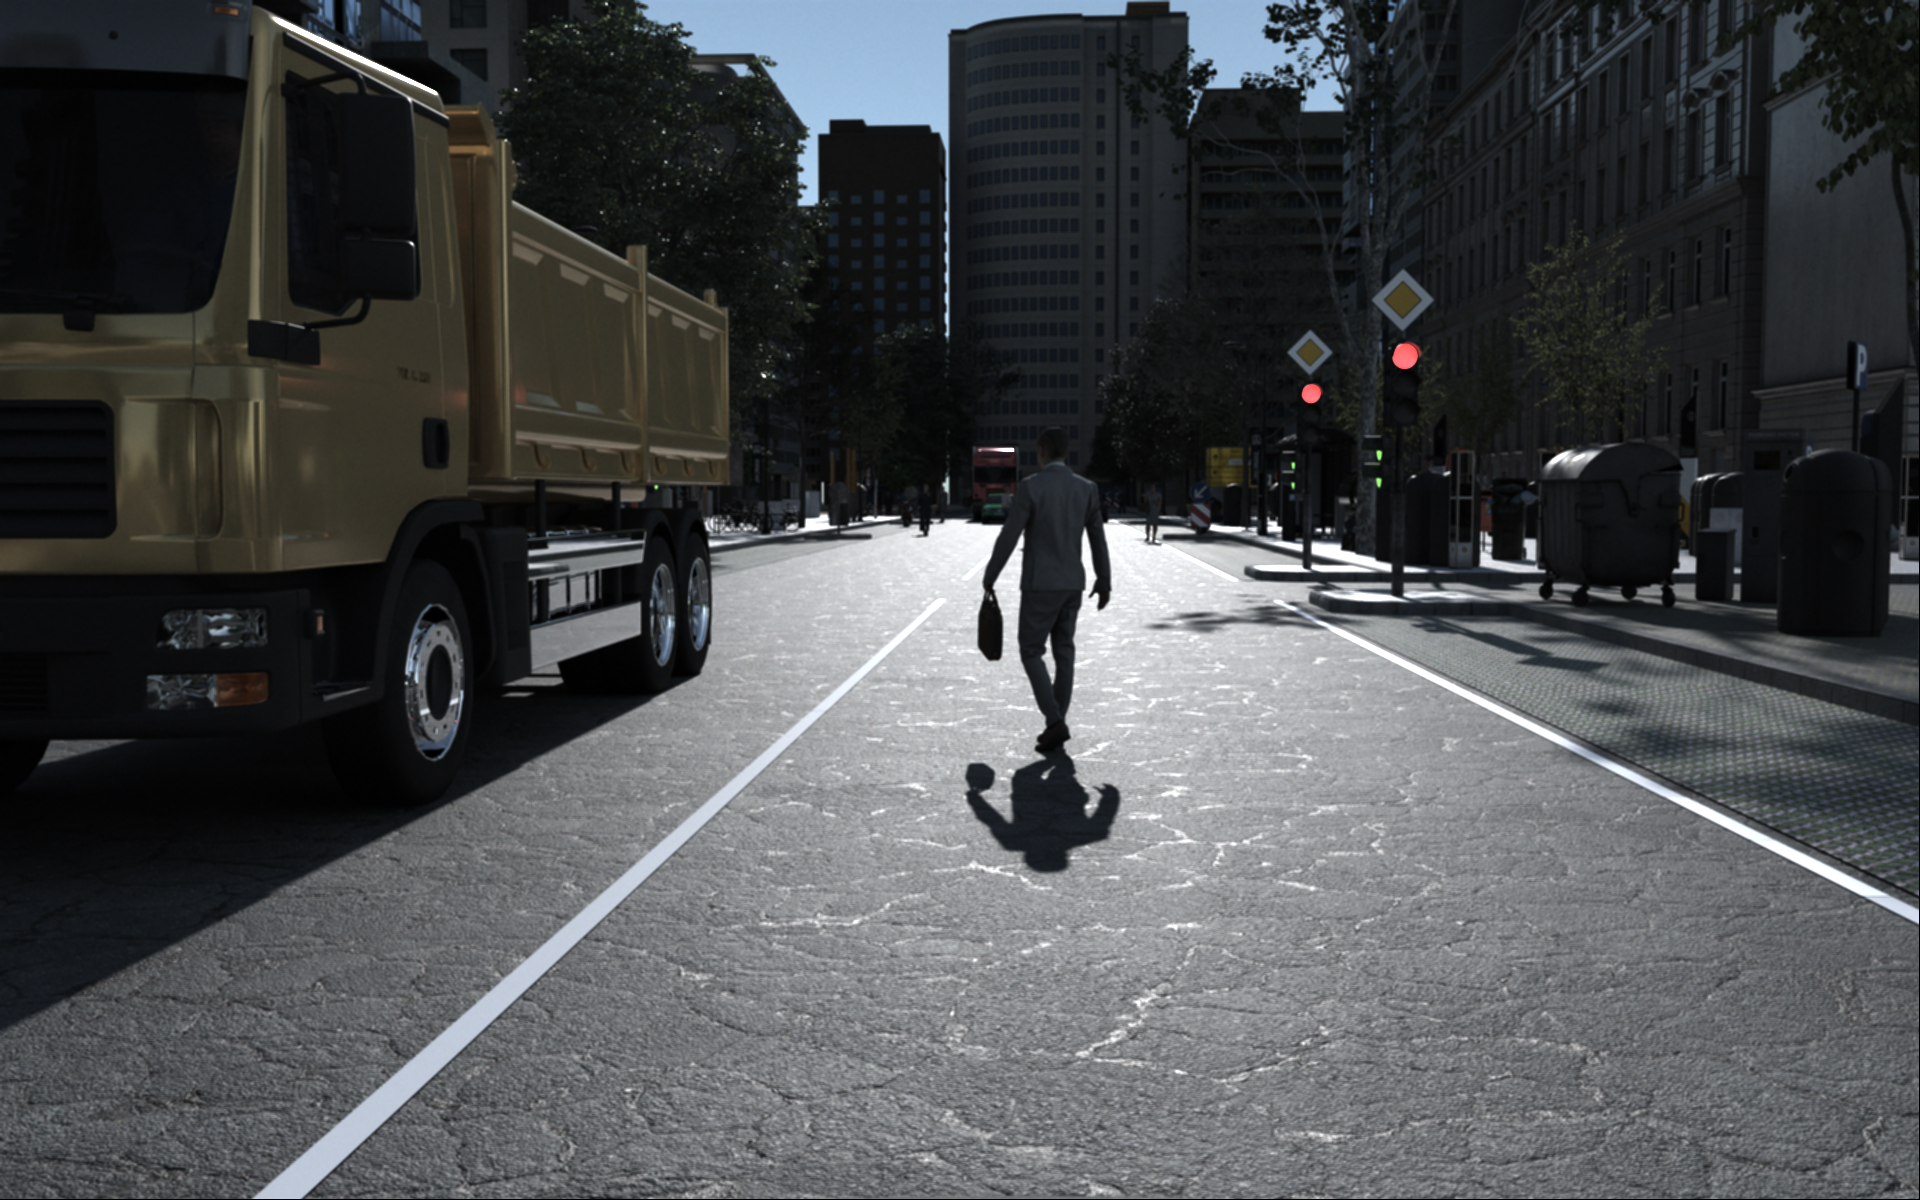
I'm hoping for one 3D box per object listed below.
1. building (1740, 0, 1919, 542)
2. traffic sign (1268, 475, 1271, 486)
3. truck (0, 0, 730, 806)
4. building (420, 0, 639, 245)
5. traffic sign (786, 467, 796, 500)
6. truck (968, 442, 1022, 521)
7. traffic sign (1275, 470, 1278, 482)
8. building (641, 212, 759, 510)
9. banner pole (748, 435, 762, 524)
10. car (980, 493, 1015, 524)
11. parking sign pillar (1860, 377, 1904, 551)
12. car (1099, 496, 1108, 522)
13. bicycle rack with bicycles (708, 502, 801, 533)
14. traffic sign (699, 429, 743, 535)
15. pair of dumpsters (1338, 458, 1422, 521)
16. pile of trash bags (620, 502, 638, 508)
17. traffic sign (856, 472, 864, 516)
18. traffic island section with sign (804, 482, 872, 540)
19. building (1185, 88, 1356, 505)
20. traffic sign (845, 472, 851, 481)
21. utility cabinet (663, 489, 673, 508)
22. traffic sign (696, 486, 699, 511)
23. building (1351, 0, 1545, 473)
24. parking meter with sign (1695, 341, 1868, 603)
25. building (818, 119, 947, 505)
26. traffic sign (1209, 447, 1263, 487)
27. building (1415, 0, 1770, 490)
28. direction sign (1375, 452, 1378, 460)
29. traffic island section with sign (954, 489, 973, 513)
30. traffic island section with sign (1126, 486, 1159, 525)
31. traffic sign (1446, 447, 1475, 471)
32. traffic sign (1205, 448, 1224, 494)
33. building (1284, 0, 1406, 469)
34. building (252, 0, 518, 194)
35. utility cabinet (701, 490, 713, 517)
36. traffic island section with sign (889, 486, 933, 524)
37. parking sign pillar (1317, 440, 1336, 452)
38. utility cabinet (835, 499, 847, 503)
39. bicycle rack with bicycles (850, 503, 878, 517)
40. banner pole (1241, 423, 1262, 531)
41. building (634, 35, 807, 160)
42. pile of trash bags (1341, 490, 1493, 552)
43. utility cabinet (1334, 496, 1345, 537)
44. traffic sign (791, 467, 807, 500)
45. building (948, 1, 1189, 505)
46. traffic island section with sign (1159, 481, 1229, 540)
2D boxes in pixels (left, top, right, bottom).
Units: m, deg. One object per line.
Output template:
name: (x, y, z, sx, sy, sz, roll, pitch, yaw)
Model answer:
building: (32.875, -11.154, 46.995, 19.286, 19.102, 10.561, 0, 4, 3)
traffic sign: (15.800, -5.351, 89.615, 0.606, 2.300, 0.079, 0, 4, 6)
truck: (-3.519, -0.870, 10.144, 3.469, 3.379, 9.791, 0, 4, 3)
building: (-25.333, -19.493, 90.413, 14.160, 30.474, 14.107, 0, 4, 3)
traffic sign: (-7.800, -4.965, 81.283, 0.768, 2.556, 0.104, 1, 4, 9)
truck: (1.998, -6.555, 96.091, 2.839, 4.237, 11.283, 0, 4, 2)
traffic sign: (16.072, -5.277, 86.392, 0.768, 2.556, 0.104, 0, 4, 4)
building: (-30.422, -16.917, 121.626, 27.650, 21.520, 28.899, 0, 4, 3)
banner pole: (-8.726, -5.101, 73.419, 0.863, 3.779, 0.401, 2, 4, 29)
car: (2.002, -4.592, 83.869, 1.959, 1.807, 4.718, 0, 4, 4)
parking sign pillar: (21.007, -3.123, 39.527, 1.447, 3.967, 1.447, -3, 5, -40)
car: (6.691, -4.687, 89.220, 1.945, 1.354, 3.894, 0, 4, 1)
bicycle rack with bicycles: (-7.105, -2.718, 57.815, 2.925, 0.926, 2.852, 1, 4, 18)
traffic sign: (-7.926, -3.716, 54.628, 2.265, 3.308, 0.079, 1, 4, 12)
pair of dumpsters: (11.607, -2.779, 47.930, 1.574, 2.255, 4.437, 0, 4, 3)
pile of trash bags: (-15.632, -4.197, 78.377, 3.447, 1.369, 1.912, 2, 4, 35)
traffic sign: (-5.888, -6.052, 99.061, 0.768, 2.556, 0.104, 1, 4, 12)
traffic island section with sign: (-3.844, -2.838, 55.034, 1.989, 1.847, 2.006, 0, 4, 3)
building: (37.927, -35.882, 210.373, 21.600, 48.544, 21.300, 0, 4, 3)
traffic sign: (-6.381, -6.189, 101.301, 0.768, 2.556, 0.104, 1, 4, 11)
utility cabinet: (-12.438, -3.844, 71.533, 1.173, 1.500, 0.318, 2, 4, 24)
traffic sign: (-7.902, -3.185, 52.174, 0.768, 2.556, 0.104, 1, 4, 11)
building: (43.393, -26.197, 120.204, 32.217, 40.220, 23.993, 0, 4, 3)
parking meter with sign: (9.662, -1.480, 20.465, 1.738, 3.016, 0.543, 3, 5, 41)
building: (-9.088, -34.257, 210.217, 14.200, 45.320, 14.600, 0, 4, 3)
traffic sign: (11.838, -4.924, 74.375, 2.265, 3.308, 0.079, 0, 4, 4)
building: (32.464, -17.938, 90.557, 12.463, 27.353, 25.104, 0, 4, 3)
direction sign: (20.448, -5.723, 85.563, 0.379, 3.537, 0.876, -1, 4, -11)
traffic island section with sign: (0.605, -7.552, 132.101, 1.989, 1.847, 2.006, 0, 4, 3)
traffic island section with sign: (8.985, -4.468, 81.678, 1.989, 1.847, 2.006, 0, 4, 3)
traffic sign: (13.643, -2.885, 47.275, 0.768, 2.556, 0.104, 1, 4, 11)
traffic sign: (11.855, -5.004, 75.686, 2.265, 3.308, 0.079, 0, 4, 6)
building: (41.093, -51.011, 146.701, 22.319, 86.520, 31.000, 0, 4, 3)
building: (-29.206, -45.609, 58.378, 22.319, 86.520, 31.000, 0, 4, 3)
utility cabinet: (-13.972, -5.326, 95.765, 0.318, 1.500, 1.173, -2, 4, -26)
traffic island section with sign: (-2.284, -4.494, 82.104, 1.989, 1.847, 2.006, 0, 4, 3)
parking sign pillar: (17.319, -5.673, 81.231, 1.447, 3.967, 1.447, 2, 4, 29)
utility cabinet: (-5.947, -4.660, 87.357, 0.306, 1.237, 1.020, 2, 4, 32)
bicycle rack with bicycles: (-6.053, -5.146, 97.524, 2.925, 0.926, 2.852, -1, 4, -13)
banner pole: (10.246, -4.321, 60.670, 0.401, 3.779, 0.863, -3, 5, -42)
building: (-26.694, -28.187, 152.737, 23.993, 40.220, 32.217, 0, 4, 3)
pile of trash bags: (10.289, -1.776, 38.784, 3.447, 1.369, 1.912, 1, 4, 13)
utility cabinet: (11.629, -2.454, 51.283, 1.020, 1.237, 0.306, 0, 4, -3)
traffic sign: (-7.525, -4.953, 81.083, 0.768, 2.556, 0.104, 0, 4, 5)
building: (12.911, -40.986, 212.126, 28.212, 58.520, 21.231, 0, 4, 3)
traffic island section with sign: (7.415, -2.813, 54.612, 1.989, 1.847, 2.006, 0, 4, 3)
